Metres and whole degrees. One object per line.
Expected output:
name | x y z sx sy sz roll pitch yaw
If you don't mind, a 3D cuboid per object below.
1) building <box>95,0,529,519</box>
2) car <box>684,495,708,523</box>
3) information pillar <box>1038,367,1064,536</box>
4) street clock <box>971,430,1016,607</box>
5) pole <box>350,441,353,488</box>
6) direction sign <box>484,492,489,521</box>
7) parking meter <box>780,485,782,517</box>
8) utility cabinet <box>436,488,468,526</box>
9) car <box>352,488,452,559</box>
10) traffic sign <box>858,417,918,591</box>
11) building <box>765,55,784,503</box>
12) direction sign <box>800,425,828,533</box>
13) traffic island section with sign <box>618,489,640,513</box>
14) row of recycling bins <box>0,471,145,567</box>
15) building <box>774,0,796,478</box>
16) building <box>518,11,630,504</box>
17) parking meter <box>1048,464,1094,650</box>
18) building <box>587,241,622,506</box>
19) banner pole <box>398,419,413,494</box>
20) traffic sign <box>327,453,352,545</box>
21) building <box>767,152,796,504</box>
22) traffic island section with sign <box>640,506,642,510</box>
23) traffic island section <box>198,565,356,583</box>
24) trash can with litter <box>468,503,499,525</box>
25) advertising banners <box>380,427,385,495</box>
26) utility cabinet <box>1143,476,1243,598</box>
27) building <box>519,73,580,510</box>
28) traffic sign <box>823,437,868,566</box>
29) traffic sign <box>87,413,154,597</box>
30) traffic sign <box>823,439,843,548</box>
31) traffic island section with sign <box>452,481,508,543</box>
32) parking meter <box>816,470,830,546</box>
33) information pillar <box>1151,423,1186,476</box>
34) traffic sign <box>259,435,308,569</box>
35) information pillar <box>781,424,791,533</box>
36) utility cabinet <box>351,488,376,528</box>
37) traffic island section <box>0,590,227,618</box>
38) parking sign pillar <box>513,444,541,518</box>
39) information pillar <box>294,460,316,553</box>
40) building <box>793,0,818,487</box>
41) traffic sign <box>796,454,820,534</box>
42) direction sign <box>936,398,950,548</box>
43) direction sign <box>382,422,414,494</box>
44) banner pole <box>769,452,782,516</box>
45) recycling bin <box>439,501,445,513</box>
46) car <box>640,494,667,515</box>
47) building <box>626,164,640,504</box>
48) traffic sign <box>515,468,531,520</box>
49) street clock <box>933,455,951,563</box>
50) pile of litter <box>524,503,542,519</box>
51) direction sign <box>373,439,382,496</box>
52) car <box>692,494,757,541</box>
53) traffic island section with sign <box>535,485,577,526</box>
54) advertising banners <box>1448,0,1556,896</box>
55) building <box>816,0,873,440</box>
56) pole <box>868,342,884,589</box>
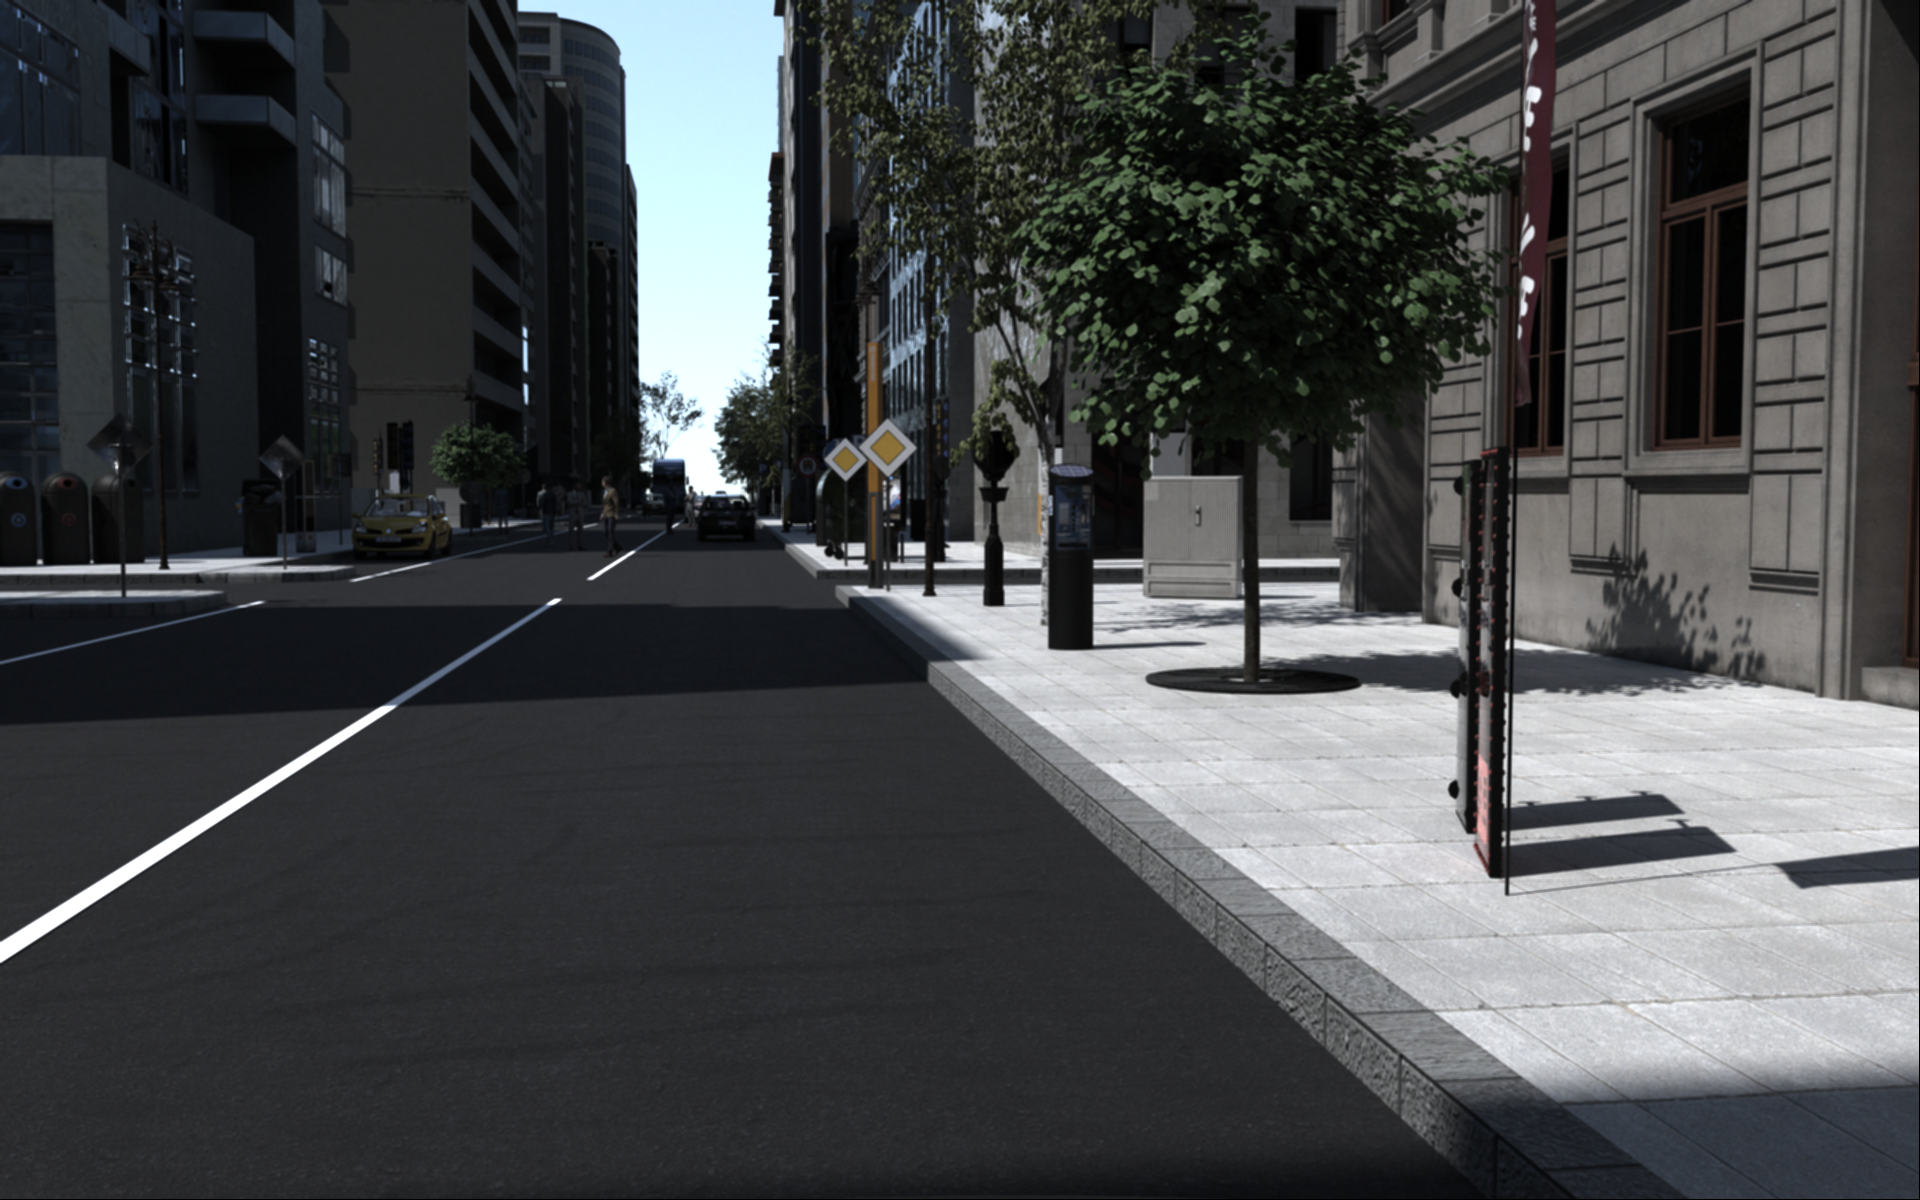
building | -40.360 -49.077 115.088 22.319 86.520 31.000 0 4 -8
car | -12.865 -4.571 87.092 2.083 1.381 4.827 0 4 -6
information pillar | 1.656 -2.439 31.240 0.504 3.616 0.183 2 4 28
street clock | 0.387 -0.932 19.806 0.471 2.002 0.358 -1 4 -20
pole | -23.238 -4.414 66.019 0.158 3.312 0.155 0 3 0
direction sign | -22.185 -5.457 81.216 0.379 3.537 0.876 3 5 39
parking meter | -9.867 -5.566 96.715 0.255 1.863 0.399 0 4 4
utility cabinet | -19.948 -3.631 68.050 1.173 1.500 0.318 0 3 0
car | -12.630 -1.778 39.298 2.015 1.641 3.980 -1 4 -8
traffic sign | -0.948 -1.170 22.766 0.795 2.450 0.064 0 4 -8
building | -17.114 -57.214 248.116 22.319 86.520 31.000 0 4 -8
direction sign | -4.833 -3.978 57.045 0.876 3.537 0.379 -1 4 -16
traffic island section with sign | -24.959 -7.321 128.325 1.989 1.847 2.006 0 4 -8
row of recycling bins | -16.648 -1.476 31.251 3.534 1.692 1.069 -3 5 -45
building | -2.831 -35.238 165.376 28.713 52.752 27.495 0 4 -8
building | -52.588 -41.130 214.468 21.231 58.520 28.212 0 4 -8
parking meter | 0.919 -0.363 14.344 0.372 1.533 0.369 0 3 0
building | -45.730 -25.883 194.895 14.160 30.474 14.107 0 4 -8
banner pole | -18.627 -4.177 58.303 0.863 3.779 0.401 2 4 35
traffic sign | -15.498 -2.518 43.304 0.606 2.300 0.079 0 4 -3
building | -13.085 -34.566 219.784 22.147 44.769 28.867 0 4 -8
traffic island section with sign | -28.619 -8.973 155.340 1.989 1.847 2.006 0 4 -8
traffic island section | -11.507 -0.440 29.477 2.009 0.180 2.903 0 4 -8
trash can with litter | -19.892 -3.642 70.600 2.233 1.210 1.678 -1 4 -12
advertising banners | -15.341 -3.045 45.972 0.090 3.025 2.074 -1 4 -17
utility cabinet | 2.855 -0.769 21.258 1.173 1.500 0.318 1 4 22
building | -48.594 -27.625 143.543 32.217 40.220 23.993 0 4 -8
traffic sign | -2.024 -1.654 30.679 0.795 2.450 0.064 0 4 -8
traffic sign | -10.409 -1.093 21.506 0.795 2.450 0.064 0 4 -8
traffic sign | -2.763 -2.433 39.890 0.768 2.556 0.104 0 4 -7
traffic island section with sign | -14.472 -2.606 51.240 1.989 1.847 2.006 0 4 -8
parking meter | -3.339 -2.252 42.534 0.255 1.863 0.399 2 4 30
information pillar | 2.833 -1.964 23.474 0.504 3.616 0.183 -1 4 -13
traffic sign | -11.484 -1.577 29.418 0.795 2.450 0.064 0 4 -8
information pillar | -5.779 -4.056 57.668 0.183 3.616 0.504 -2 4 -31
utility cabinet | -22.444 -3.452 65.123 1.173 1.500 0.318 2 4 30
traffic island section | -10.431 0.044 21.564 2.009 0.180 2.903 0 4 -8
parking sign pillar | -23.366 -6.412 93.305 1.447 3.967 1.447 0 4 -5
information pillar | -14.344 -2.045 37.934 0.304 2.012 0.304 2 4 31
building | -2.547 -36.370 136.646 21.231 58.520 28.212 0 4 -8
traffic sign | -4.817 -3.352 54.903 0.768 2.556 0.104 0 4 -2
direction sign | -0.421 -3.019 41.352 0.379 3.537 0.876 -1 4 -19
direction sign | -17.722 -3.848 54.914 0.876 3.537 0.379 1 4 10
banner pole | -10.800 -6.820 101.519 0.863 3.779 0.401 -1 4 -12
recycling bin | -18.248 -2.884 59.709 0.722 1.027 0.722 3 5 39
car | -21.386 -6.795 121.327 2.015 1.641 3.980 -1 4 -9
building | -55.865 -37.692 239.971 21.300 48.544 21.600 0 4 -8
traffic sign | -21.479 -5.201 85.148 0.768 2.556 0.104 0 4 -2
street clock | -0.404 -1.708 32.489 0.358 2.002 0.471 2 4 35
pile of litter | -21.852 -4.595 89.100 1.176 0.858 1.719 0 4 -6
direction sign | -23.827 -4.831 70.981 0.379 3.537 0.876 -3 5 -41
car | -7.331 -2.709 54.072 2.009 1.686 4.222 -1 4 -10
traffic island section with sign | -18.204 -4.279 78.582 1.989 1.847 2.006 0 4 -8
advertising banners | 1.839 -0.597 5.950 0.090 3.025 2.074 1 4 11
building | -2.246 -28.478 115.729 14.600 45.320 14.200 0 4 -8
pole | -1.142 -1.809 23.425 0.158 3.312 0.155 0 3 0
